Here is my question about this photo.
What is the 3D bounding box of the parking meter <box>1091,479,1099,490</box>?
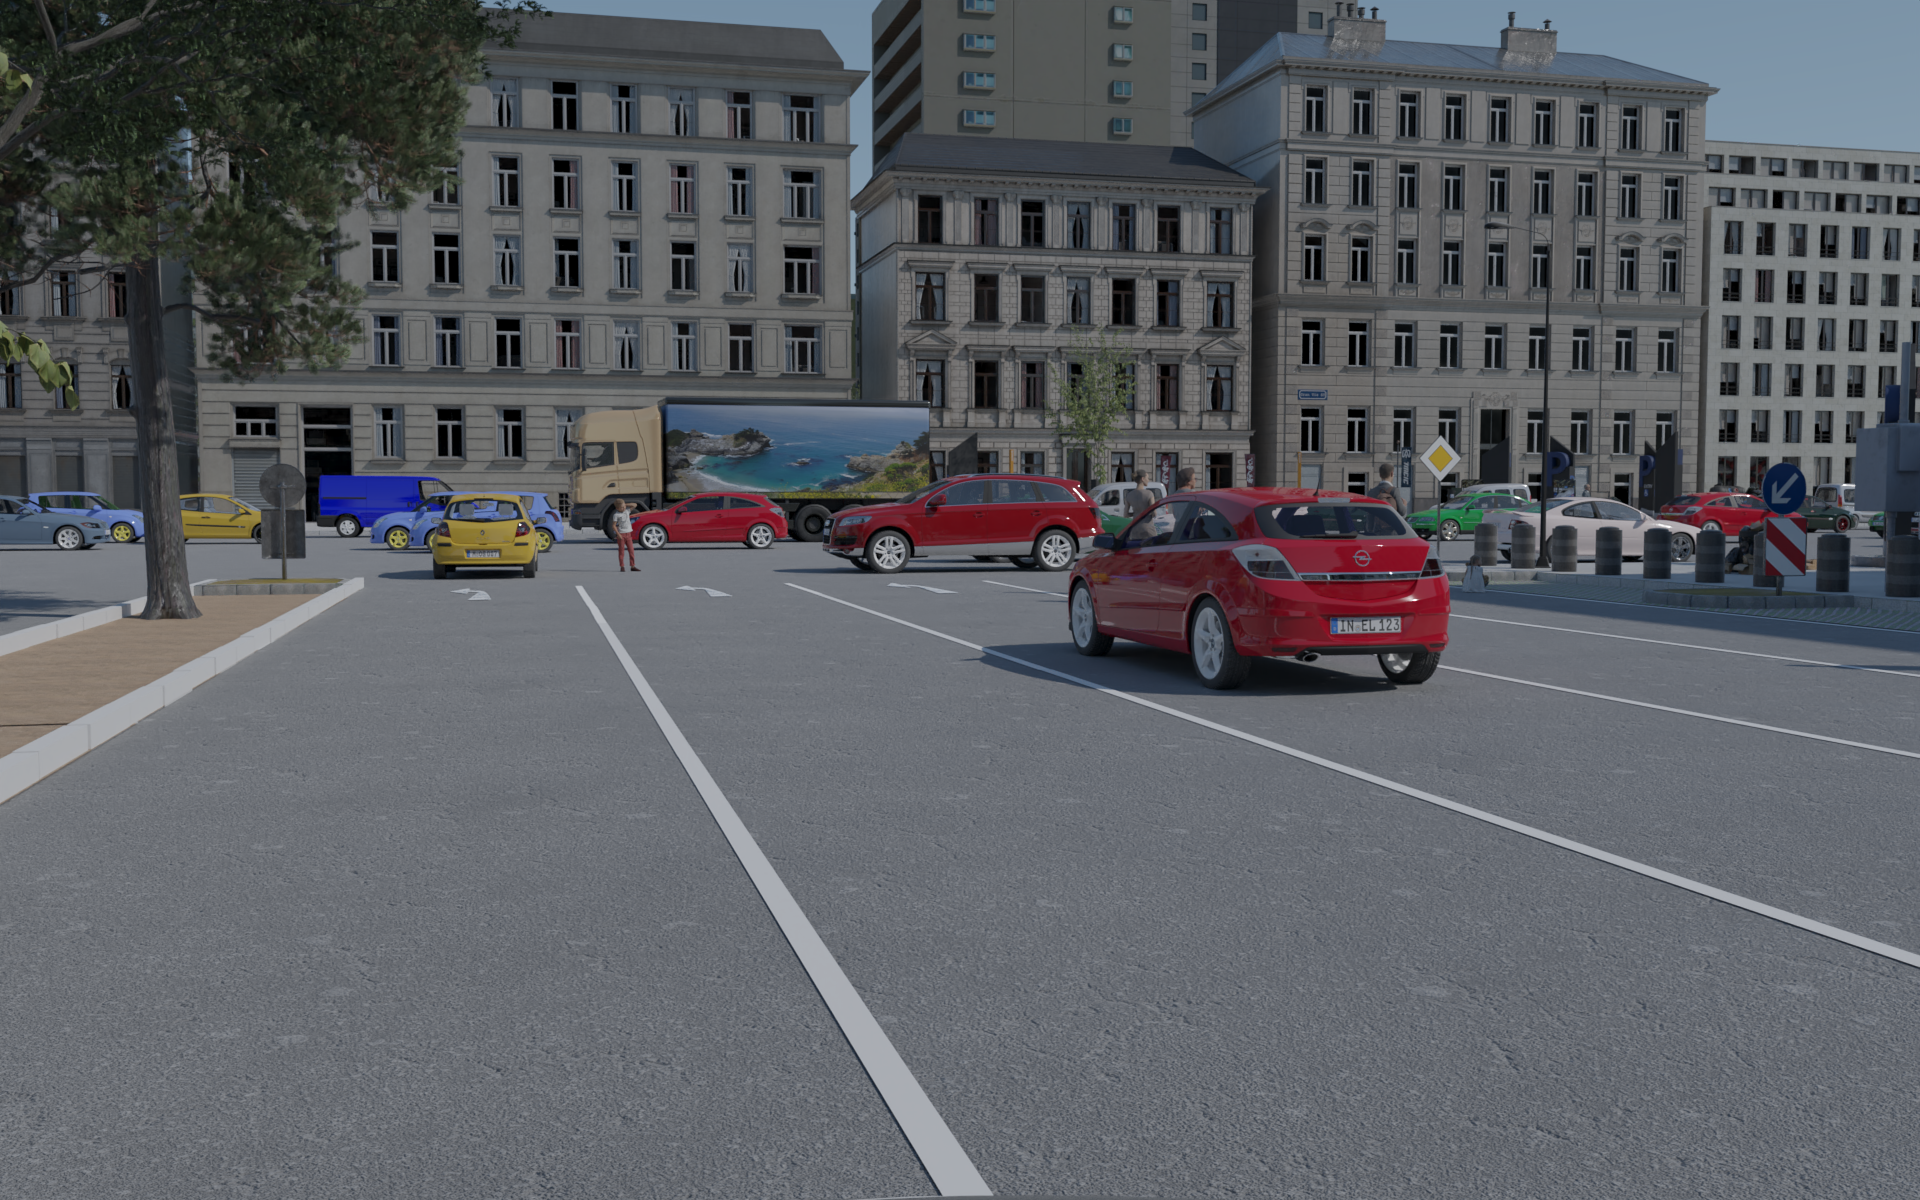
[{"bbox_3d":[5.359,-3.860,68.825,0.255,1.863,0.399,1,4,22],"label":"parking meter"}]

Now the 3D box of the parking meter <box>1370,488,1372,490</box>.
[{"bbox_3d":[27.311,-6.446,113.796,0.372,1.533,0.369,0,3,0],"label":"parking meter"}]

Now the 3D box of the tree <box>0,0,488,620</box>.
[{"bbox_3d":[-9.342,-6.715,19.663,7.806,13.903,7.818,0,3,0],"label":"tree"}]

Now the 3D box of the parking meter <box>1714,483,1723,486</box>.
[{"bbox_3d":[39.788,-5.213,90.945,0.399,1.863,0.255,3,5,41],"label":"parking meter"}]

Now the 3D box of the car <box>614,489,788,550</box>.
[{"bbox_3d":[-6.753,-2.212,45.212,4.494,1.783,2.155,-1,4,-14],"label":"car"}]

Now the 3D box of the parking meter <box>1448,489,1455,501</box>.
[{"bbox_3d":[23.113,-4.466,81.423,0.372,1.533,0.369,0,3,0],"label":"parking meter"}]

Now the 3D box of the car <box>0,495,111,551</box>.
[{"bbox_3d":[-24.150,-1.967,44.156,4.499,1.417,2.014,-1,4,-14],"label":"car"}]

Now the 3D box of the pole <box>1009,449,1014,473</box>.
[{"bbox_3d":[2.343,-5.221,79.213,0.158,3.312,0.155,0,3,0],"label":"pole"}]

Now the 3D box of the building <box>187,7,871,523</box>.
[{"bbox_3d":[-20.643,-15.351,84.271,30.059,22.955,16.112,-1,4,-14],"label":"building"}]

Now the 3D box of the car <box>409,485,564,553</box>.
[{"bbox_3d":[-11.623,-2.017,42.562,3.694,1.707,1.945,-1,4,-13],"label":"car"}]

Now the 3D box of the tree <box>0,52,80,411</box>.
[{"bbox_3d":[-4.626,-3.220,5.469,4.737,8.622,4.395,0,3,0],"label":"tree"}]

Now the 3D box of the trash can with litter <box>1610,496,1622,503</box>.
[{"bbox_3d":[31.963,-4.427,83.777,1.055,1.170,0.624,3,5,45],"label":"trash can with litter"}]

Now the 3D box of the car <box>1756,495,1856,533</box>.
[{"bbox_3d":[31.118,-3.330,64.230,4.222,1.686,2.009,-1,4,-16],"label":"car"}]

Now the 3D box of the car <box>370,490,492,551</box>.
[{"bbox_3d":[-13.366,-2.160,44.901,3.694,1.707,1.945,-1,4,-14],"label":"car"}]

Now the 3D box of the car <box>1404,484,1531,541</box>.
[{"bbox_3d":[15.943,-2.736,53.536,4.718,1.807,1.959,-1,4,-15],"label":"car"}]

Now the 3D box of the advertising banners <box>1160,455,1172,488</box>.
[{"bbox_3d":[8.621,-5.048,78.728,2.074,3.025,0.090,2,4,25],"label":"advertising banners"}]

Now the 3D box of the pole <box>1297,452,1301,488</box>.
[{"bbox_3d":[16.472,-5.520,84.100,0.158,3.312,0.155,0,3,0],"label":"pole"}]

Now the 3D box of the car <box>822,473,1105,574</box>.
[{"bbox_3d":[0.069,-1.451,32.390,5.304,1.827,2.281,-1,4,-15],"label":"car"}]

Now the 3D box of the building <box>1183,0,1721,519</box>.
[{"bbox_3d":[26.054,-18.132,93.725,25.104,27.353,12.463,-1,4,-14],"label":"building"}]

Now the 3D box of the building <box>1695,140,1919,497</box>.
[{"bbox_3d":[46.484,-14.922,98.725,16.860,20.320,10.420,-1,4,-14],"label":"building"}]

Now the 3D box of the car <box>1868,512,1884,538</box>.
[{"bbox_3d":[31.882,-2.907,56.325,4.718,1.807,1.959,-1,4,-14],"label":"car"}]

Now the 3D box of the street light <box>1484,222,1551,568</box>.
[{"bbox_3d":[9.605,-3.504,29.830,1.470,5.913,1.316,-1,4,-14],"label":"street light"}]

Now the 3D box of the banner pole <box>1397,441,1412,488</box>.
[{"bbox_3d":[20.715,-5.569,81.072,0.863,3.779,0.401,0,4,7],"label":"banner pole"}]

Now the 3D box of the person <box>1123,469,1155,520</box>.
[{"bbox_3d":[2.643,-0.964,24.599,0.599,1.781,0.374,2,4,30],"label":"person"}]

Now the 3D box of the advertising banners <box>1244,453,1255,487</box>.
[{"bbox_3d":[13.119,-4.782,74.379,2.074,3.025,0.090,3,4,38],"label":"advertising banners"}]

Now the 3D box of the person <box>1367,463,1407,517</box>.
[{"bbox_3d":[5.518,-0.855,22.437,0.622,1.834,0.822,3,5,40],"label":"person"}]

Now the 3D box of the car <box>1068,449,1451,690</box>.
[{"bbox_3d":[2.276,-0.324,14.332,2.155,1.783,4.494,-1,4,-16],"label":"car"}]

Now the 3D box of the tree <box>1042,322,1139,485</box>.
[{"bbox_3d":[5.694,-7.525,73.393,4.737,8.622,4.395,0,3,0],"label":"tree"}]

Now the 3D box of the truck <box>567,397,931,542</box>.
[{"bbox_3d":[-6.616,-3.842,51.724,11.283,4.237,2.839,-1,4,-15],"label":"truck"}]

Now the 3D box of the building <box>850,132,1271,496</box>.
[{"bbox_3d":[4.589,-13.654,87.874,19.286,19.102,10.561,-1,4,-14],"label":"building"}]

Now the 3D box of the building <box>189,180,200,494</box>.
[{"bbox_3d":[-105.208,-33.168,225.887,14.086,41.232,14.154,-1,4,-14],"label":"building"}]

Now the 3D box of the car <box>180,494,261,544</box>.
[{"bbox_3d":[-21.216,-2.432,49.991,3.980,1.641,2.015,-1,4,-13],"label":"car"}]

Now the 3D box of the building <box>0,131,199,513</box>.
[{"bbox_3d":[-43.542,-13.805,74.870,18.267,20.994,9.793,-1,4,-14],"label":"building"}]

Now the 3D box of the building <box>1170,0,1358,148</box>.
[{"bbox_3d":[25.300,-44.882,172.076,20.611,71.187,20.563,-1,4,-14],"label":"building"}]

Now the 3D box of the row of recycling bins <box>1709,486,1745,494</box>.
[{"bbox_3d":[38.256,-4.854,86.482,1.069,1.692,3.534,3,5,42],"label":"row of recycling bins"}]

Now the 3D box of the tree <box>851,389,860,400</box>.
[{"bbox_3d":[-4.451,-9.046,98.260,4.360,8.622,3.978,0,3,0],"label":"tree"}]

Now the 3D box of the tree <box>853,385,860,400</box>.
[{"bbox_3d":[-6.876,-9.960,113.208,4.737,8.622,4.395,0,3,0],"label":"tree"}]

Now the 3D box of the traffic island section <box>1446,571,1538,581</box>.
[{"bbox_3d":[8.210,-0.454,29.710,2.009,0.180,2.903,-1,4,-14],"label":"traffic island section"}]

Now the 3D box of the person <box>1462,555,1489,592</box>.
[{"bbox_3d":[7.521,-0.385,25.272,0.381,0.543,0.357,1,4,17],"label":"person"}]

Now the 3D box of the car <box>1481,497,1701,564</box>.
[{"bbox_3d":[13.364,-1.481,36.569,4.827,1.381,2.083,-1,4,-13],"label":"car"}]

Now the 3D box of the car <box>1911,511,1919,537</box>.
[{"bbox_3d":[28.175,-2.348,47.069,5.304,1.827,2.281,-1,4,-16],"label":"car"}]

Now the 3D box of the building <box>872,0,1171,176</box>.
[{"bbox_3d":[4.847,-32.295,151.717,21.300,48.544,21.600,-1,4,-14],"label":"building"}]

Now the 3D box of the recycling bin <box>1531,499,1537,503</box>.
[{"bbox_3d":[28.423,-4.545,86.872,0.722,1.027,0.722,-1,4,-20],"label":"recycling bin"}]

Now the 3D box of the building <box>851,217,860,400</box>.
[{"bbox_3d":[-3.360,-24.314,169.234,14.160,30.474,14.107,-1,4,-14],"label":"building"}]

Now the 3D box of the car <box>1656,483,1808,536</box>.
[{"bbox_3d":[22.772,-2.566,50.988,4.494,1.783,2.155,-1,4,-15],"label":"car"}]

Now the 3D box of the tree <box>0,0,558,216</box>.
[{"bbox_3d":[-7.155,-4.612,12.282,8.767,10.594,7.601,-1,4,-14],"label":"tree"}]

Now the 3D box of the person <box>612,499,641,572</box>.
[{"bbox_3d":[-6.159,-1.198,31.991,0.340,1.345,0.435,3,5,42],"label":"person"}]

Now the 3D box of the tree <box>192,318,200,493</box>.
[{"bbox_3d":[-53.099,-12.859,120.614,12.009,13.543,11.850,0,3,0],"label":"tree"}]

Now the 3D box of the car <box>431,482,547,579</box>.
[{"bbox_3d":[-8.385,-1.256,30.763,2.015,1.641,3.980,-1,4,-13],"label":"car"}]

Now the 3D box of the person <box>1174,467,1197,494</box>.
[{"bbox_3d":[3.079,-0.833,22.480,0.532,1.782,0.716,-2,4,-28],"label":"person"}]

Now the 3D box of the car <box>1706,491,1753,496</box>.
[{"bbox_3d":[30.556,-3.608,68.033,4.494,1.783,2.155,-1,4,-15],"label":"car"}]

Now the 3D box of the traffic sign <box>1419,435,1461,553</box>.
[{"bbox_3d":[8.189,-1.589,29.627,0.795,2.450,0.064,-1,4,-14],"label":"traffic sign"}]

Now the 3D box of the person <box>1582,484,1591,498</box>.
[{"bbox_3d":[23.297,-3.393,64.155,0.590,1.801,0.661,2,4,28],"label":"person"}]

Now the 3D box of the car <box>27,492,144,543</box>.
[{"bbox_3d":[-25.620,-2.518,50.764,3.694,1.707,1.945,-1,4,-16],"label":"car"}]

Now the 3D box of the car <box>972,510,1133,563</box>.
[{"bbox_3d":[2.023,-1.546,37.078,4.920,1.459,2.131,-1,4,-14],"label":"car"}]
